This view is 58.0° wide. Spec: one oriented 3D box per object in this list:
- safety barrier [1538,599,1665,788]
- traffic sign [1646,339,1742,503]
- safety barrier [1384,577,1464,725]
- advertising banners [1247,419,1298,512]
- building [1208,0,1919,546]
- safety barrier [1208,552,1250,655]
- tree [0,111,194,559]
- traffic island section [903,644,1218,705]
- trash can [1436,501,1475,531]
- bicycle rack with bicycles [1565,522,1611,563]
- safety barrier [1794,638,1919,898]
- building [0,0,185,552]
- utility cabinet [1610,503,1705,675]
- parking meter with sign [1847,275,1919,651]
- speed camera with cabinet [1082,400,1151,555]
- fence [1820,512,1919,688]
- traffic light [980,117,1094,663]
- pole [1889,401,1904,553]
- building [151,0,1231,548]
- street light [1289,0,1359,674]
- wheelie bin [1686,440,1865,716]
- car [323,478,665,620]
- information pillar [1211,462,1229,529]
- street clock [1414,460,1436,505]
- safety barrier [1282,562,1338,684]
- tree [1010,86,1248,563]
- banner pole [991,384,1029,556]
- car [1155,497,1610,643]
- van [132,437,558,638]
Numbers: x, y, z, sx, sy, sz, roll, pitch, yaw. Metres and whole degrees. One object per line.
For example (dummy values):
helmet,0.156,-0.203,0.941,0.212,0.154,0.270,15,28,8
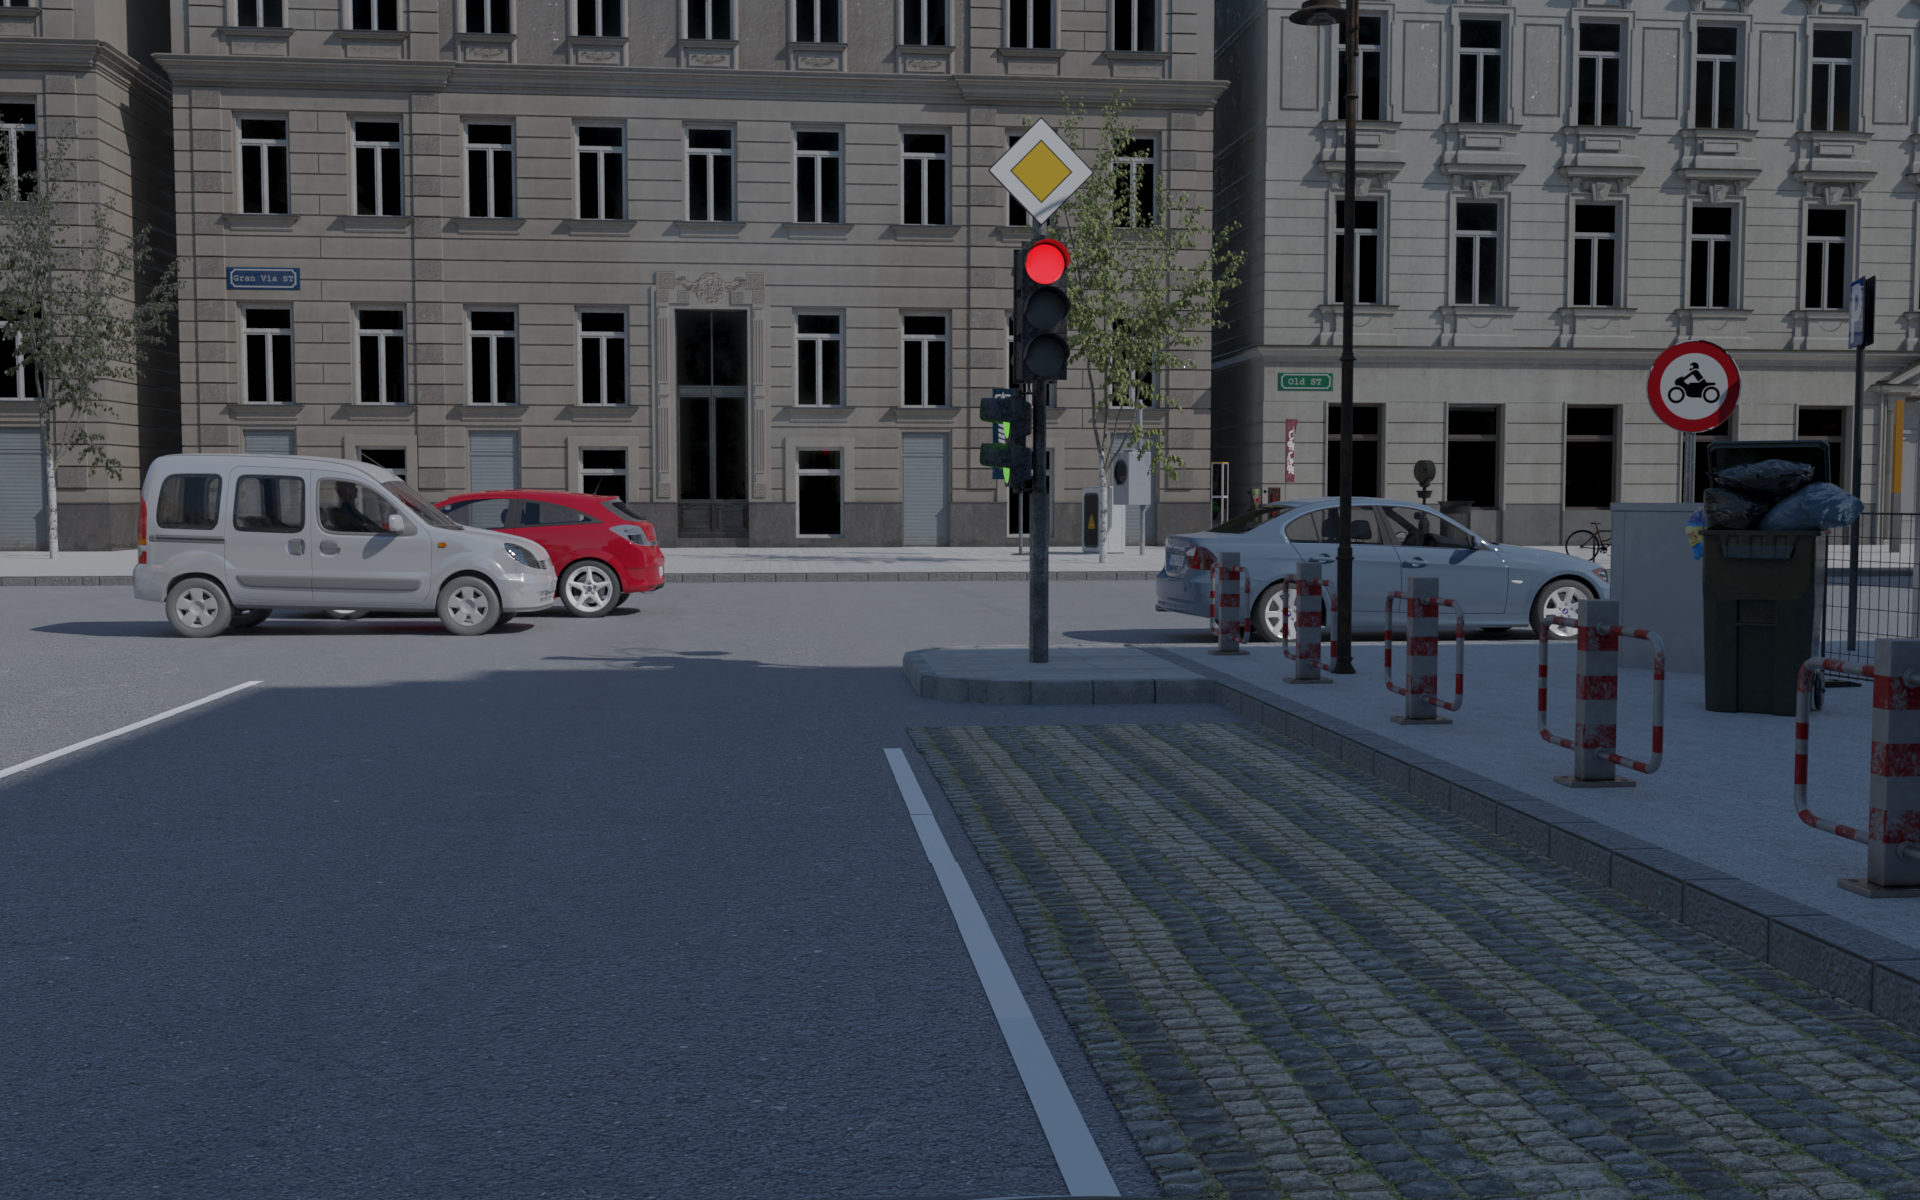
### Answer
safety barrier,2.805,0.406,7.630,0.300,0.817,1.120,0,4,-6
traffic sign,6.058,-0.874,14.391,0.768,2.556,0.104,0,4,3
safety barrier,2.588,0.280,9.698,0.300,0.817,1.120,0,4,-6
advertising banners,7.222,-2.673,39.884,0.090,3.025,2.074,3,5,42
building,27.790,-16.799,51.086,44.131,29.872,17.030,0,4,-6
safety barrier,2.151,0.027,13.839,0.300,0.817,1.120,0,4,-6
tree,-17.670,-5.112,33.950,4.360,8.622,3.978,0,3,0
traffic island section,0.624,0.554,13.222,2.009,0.180,2.903,0,4,-6
trash can,10.046,-1.437,35.141,0.748,1.137,0.748,0,3,0
bicycle rack with bicycles,13.098,-1.158,32.312,2.925,0.926,2.852,2,4,35
safety barrier,3.023,0.533,5.566,0.300,0.817,1.120,0,4,-6
building,-31.554,-14.975,42.112,25.104,27.353,12.463,0,4,-6
utility cabinet,5.239,-0.085,12.548,0.306,1.237,1.020,-3,4,-36
parking meter with sign,8.099,-1.077,13.872,1.738,3.016,0.543,1,4,17
speed camera with cabinet,3.319,-2.606,36.950,0.660,3.252,2.038,-2,4,-24
fence,6.007,0.043,10.496,0.480,1.192,2.264,-1,4,-14
traffic light,0.583,-1.479,13.104,0.839,4.253,0.868,0,4,-6
pole,20.505,-2.696,37.916,0.158,3.312,0.155,0,3,0
building,-6.464,-15.208,45.916,25.104,27.353,12.463,0,4,-6
street light,2.748,-2.413,12.235,0.468,5.910,1.993,0,4,-6
wheelie bin,4.773,-0.141,10.220,0.980,1.594,0.693,2,4,32
car,-5.804,-0.713,20.699,4.494,1.783,2.155,0,4,-5
information pillar,5.998,-2.174,40.032,0.304,2.012,0.304,2,4,34
street clock,9.885,-1.976,36.881,0.358,2.002,0.471,-1,4,-23
safety barrier,2.369,0.153,11.768,0.300,0.817,1.120,0,4,-6
tree,2.793,-4.975,31.711,4.737,8.622,4.395,0,3,0
banner pole,1.052,-2.822,36.159,0.863,3.779,0.401,-1,4,-17
car,4.224,-0.319,17.213,4.499,1.417,2.014,0,4,-7
van,-6.325,-0.678,18.097,4.112,2.044,2.013,0,4,-6
